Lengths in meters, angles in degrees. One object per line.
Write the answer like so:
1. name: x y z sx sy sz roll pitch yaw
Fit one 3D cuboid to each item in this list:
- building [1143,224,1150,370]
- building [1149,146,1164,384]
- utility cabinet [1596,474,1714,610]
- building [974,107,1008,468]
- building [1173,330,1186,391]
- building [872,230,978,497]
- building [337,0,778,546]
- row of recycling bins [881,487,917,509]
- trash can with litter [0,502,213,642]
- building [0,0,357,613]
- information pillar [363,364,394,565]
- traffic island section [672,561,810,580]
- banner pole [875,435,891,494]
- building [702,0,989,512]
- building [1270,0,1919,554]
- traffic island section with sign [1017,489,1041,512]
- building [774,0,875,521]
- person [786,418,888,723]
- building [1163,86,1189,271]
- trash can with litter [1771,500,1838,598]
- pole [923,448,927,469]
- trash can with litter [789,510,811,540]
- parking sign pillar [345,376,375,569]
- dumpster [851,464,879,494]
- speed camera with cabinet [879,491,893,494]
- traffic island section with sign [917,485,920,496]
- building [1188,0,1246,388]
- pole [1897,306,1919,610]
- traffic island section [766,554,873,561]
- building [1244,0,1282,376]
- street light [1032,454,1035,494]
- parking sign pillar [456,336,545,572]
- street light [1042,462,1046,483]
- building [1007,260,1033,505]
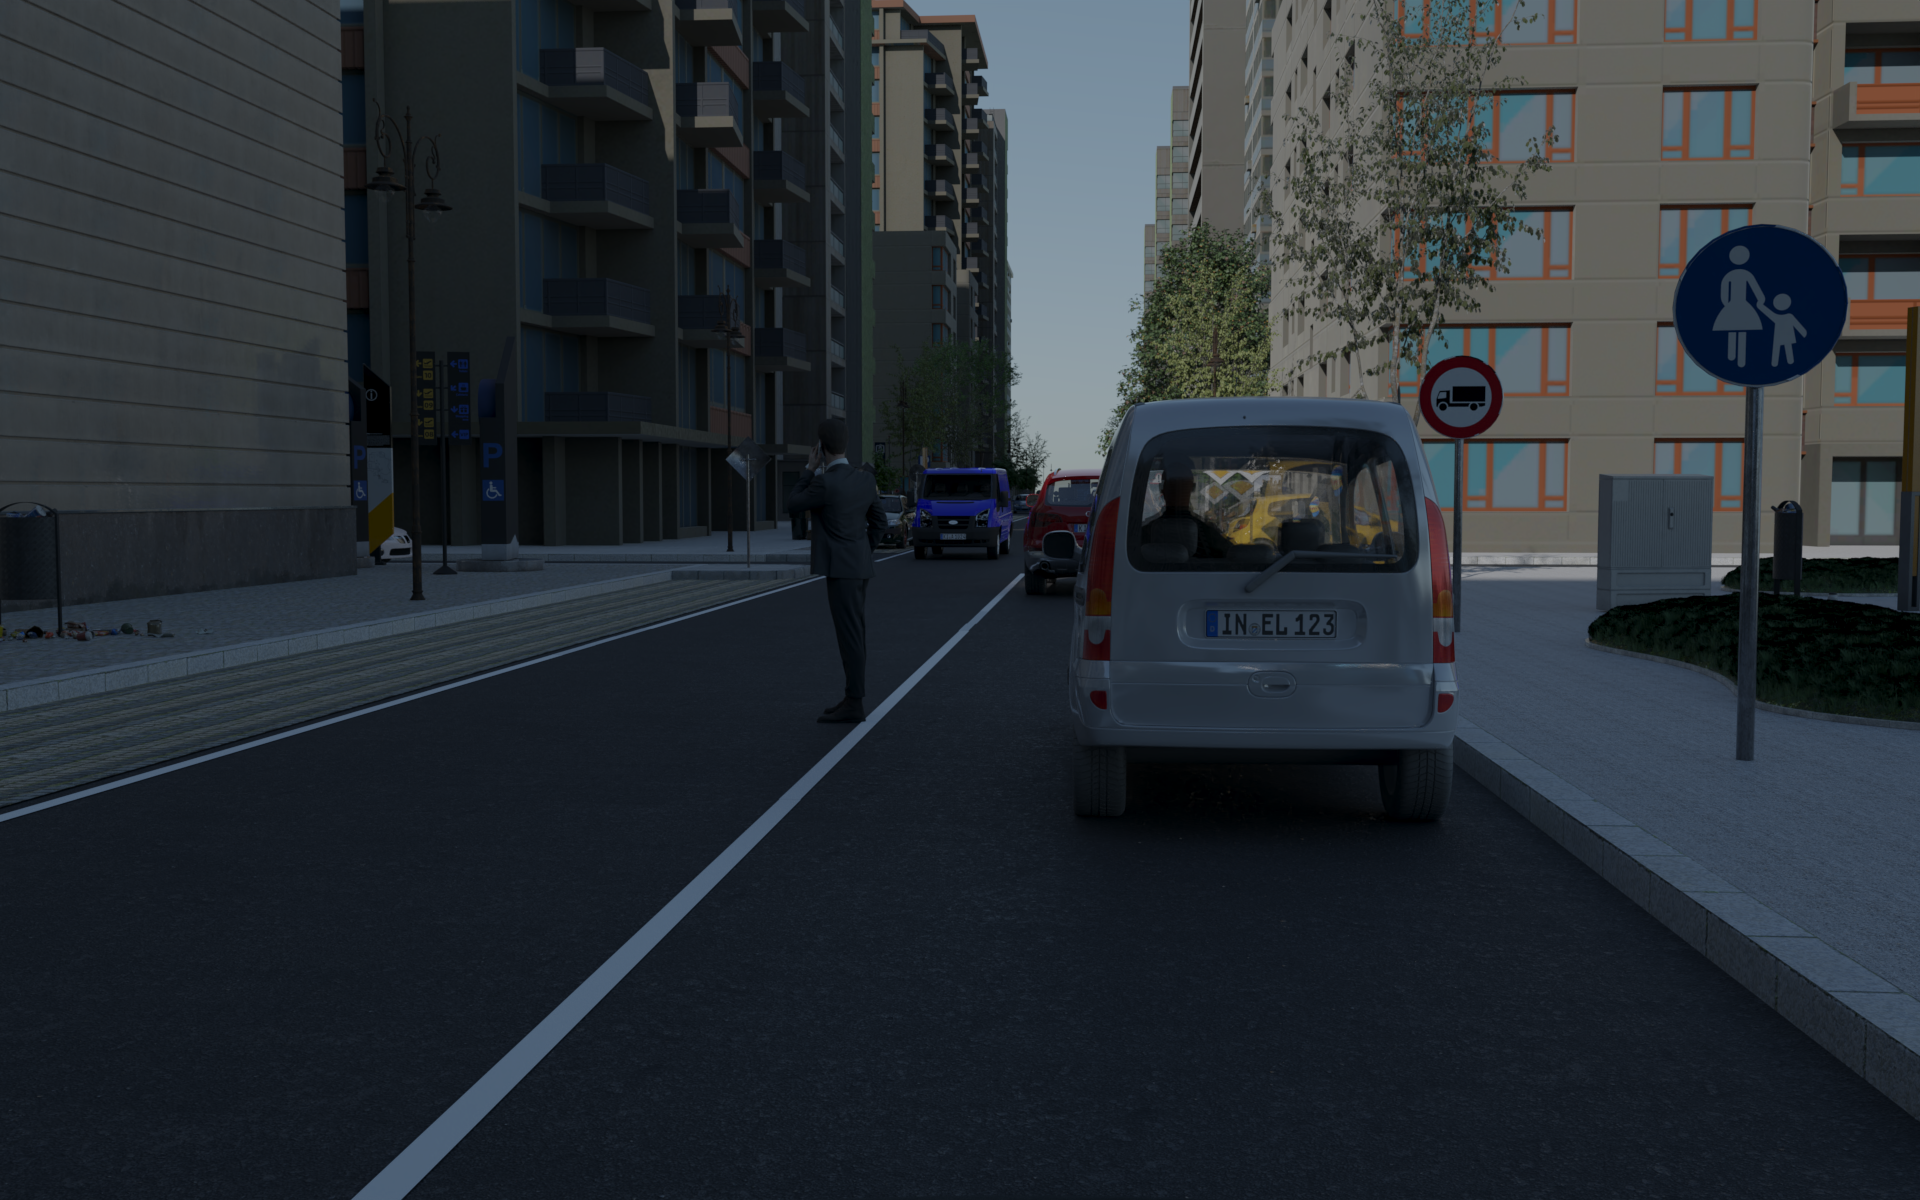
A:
1. building: 34.845 -35.438 263.000 14.154 41.232 14.086 0 4 5
2. building: 30.093 -31.930 205.647 14.154 41.232 14.086 0 4 5
3. utility cabinet: 7.568 -0.622 18.850 1.173 1.500 0.318 -1 4 -8
4. building: -2.459 -30.313 179.212 14.154 41.232 14.086 0 4 5
5. building: 32.702 -18.973 155.255 27.650 21.520 28.899 0 4 5
6. building: -13.509 -17.386 129.294 27.650 21.520 28.899 0 4 5
7. building: -17.015 -24.492 55.072 22.147 44.769 28.867 0 4 5
8. row of recycling bins: -4.210 -6.120 107.167 3.534 1.692 1.069 1 4 15
9. trash can with litter: -7.914 -0.268 15.437 2.233 1.210 1.678 -1 4 -12
10. building: -22.107 -13.748 22.043 25.104 27.353 12.463 0 4 5
11. information pillar: -10.481 -2.437 31.199 0.504 3.616 0.183 0 4 -3
12. traffic island section: -3.700 -0.481 30.151 2.009 0.180 2.903 0 4 5
13. banner pole: -3.219 -5.095 73.325 0.863 3.779 0.401 0 4 5
14. building: -8.921 -30.789 158.030 22.147 44.769 28.867 0 4 5
15. building: 24.839 -12.532 49.946 28.899 21.520 27.650 0 4 5
16. traffic island section with sign: 5.330 -7.861 137.156 1.989 1.847 2.006 0 4 5
17. building: -12.046 -24.537 84.769 14.154 41.232 14.086 0 4 5
18. person: -0.784 -0.187 10.922 0.474 1.900 0.648 2 4 24
19. building: 28.330 -30.150 176.548 14.154 41.232 14.086 0 4 5
20. trash can with litter: 9.263 -0.518 19.522 1.678 1.210 2.233 0 4 2
21. pole: -1.537 -5.035 76.170 0.158 3.312 0.155 0 3 0
22. trash can with litter: -4.244 -2.254 48.236 1.055 1.170 0.624 2 4 34
23. parking sign pillar: -10.973 -2.546 30.107 1.447 3.967 1.447 1 4 19
24. dumpster: -3.524 -3.313 56.655 1.502 2.255 1.985 0 4 5
25. speed camera with cabinet: -4.685 -7.106 110.525 0.660 3.252 2.038 2 4 32
26. traffic island section with sign: -1.161 -3.157 60.248 1.989 1.847 2.006 0 4 5
27. building: 28.169 -30.889 128.743 21.300 48.544 21.600 0 4 5
28. pole: 10.427 -1.535 18.941 0.158 3.312 0.155 0 3 0
29. traffic island section: -3.029 -0.968 38.108 2.009 0.180 2.903 0 4 5
30. building: 28.460 -24.643 94.787 32.217 40.220 23.993 0 4 5
31. street light: 8.392 -13.758 197.735 0.468 5.910 1.993 0 4 5
32. parking sign pillar: -7.737 -2.482 29.056 1.447 3.967 1.447 0 4 -6
33. street light: 11.119 -15.741 230.149 0.468 5.910 1.993 0 4 5
34. building: -4.915 -34.825 261.272 32.217 40.220 23.993 0 4 5
